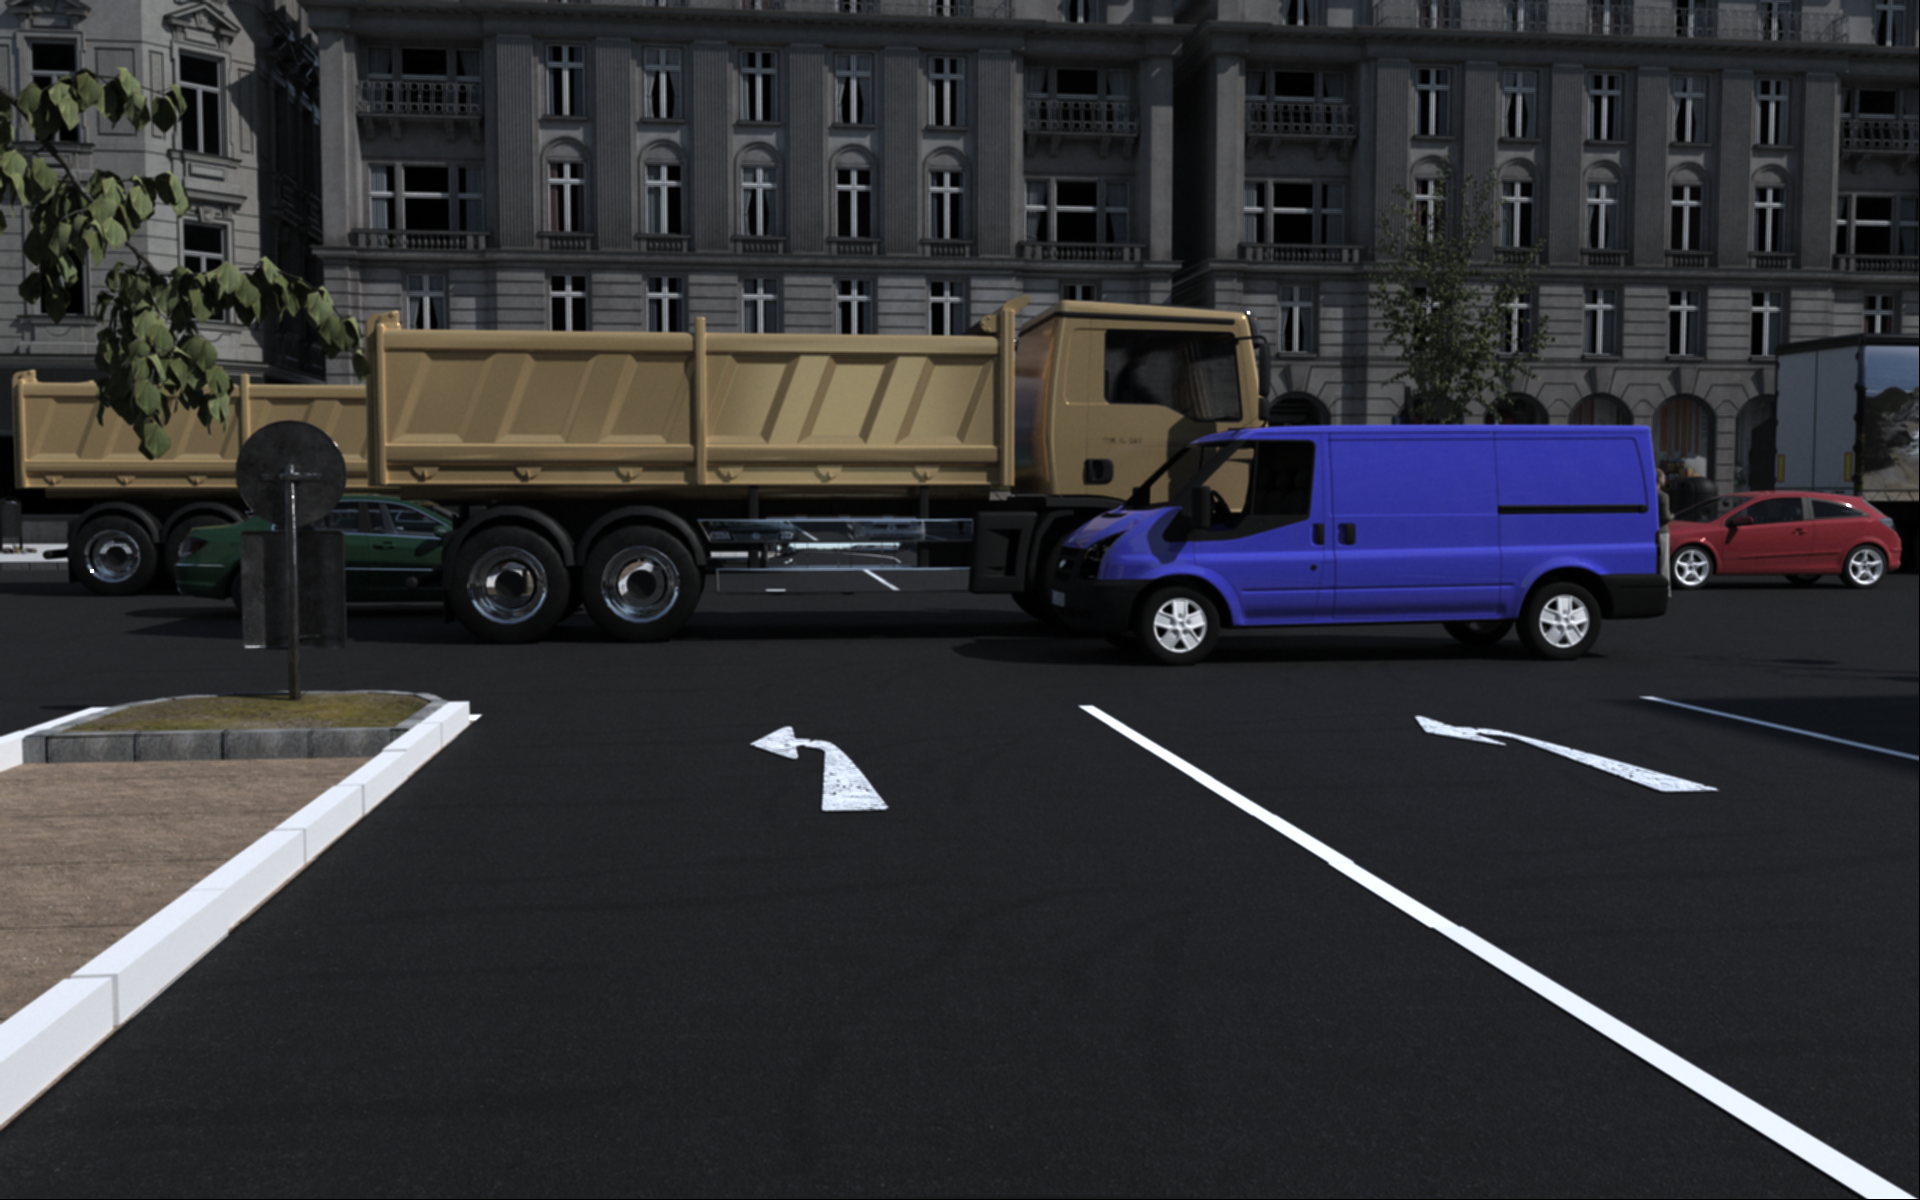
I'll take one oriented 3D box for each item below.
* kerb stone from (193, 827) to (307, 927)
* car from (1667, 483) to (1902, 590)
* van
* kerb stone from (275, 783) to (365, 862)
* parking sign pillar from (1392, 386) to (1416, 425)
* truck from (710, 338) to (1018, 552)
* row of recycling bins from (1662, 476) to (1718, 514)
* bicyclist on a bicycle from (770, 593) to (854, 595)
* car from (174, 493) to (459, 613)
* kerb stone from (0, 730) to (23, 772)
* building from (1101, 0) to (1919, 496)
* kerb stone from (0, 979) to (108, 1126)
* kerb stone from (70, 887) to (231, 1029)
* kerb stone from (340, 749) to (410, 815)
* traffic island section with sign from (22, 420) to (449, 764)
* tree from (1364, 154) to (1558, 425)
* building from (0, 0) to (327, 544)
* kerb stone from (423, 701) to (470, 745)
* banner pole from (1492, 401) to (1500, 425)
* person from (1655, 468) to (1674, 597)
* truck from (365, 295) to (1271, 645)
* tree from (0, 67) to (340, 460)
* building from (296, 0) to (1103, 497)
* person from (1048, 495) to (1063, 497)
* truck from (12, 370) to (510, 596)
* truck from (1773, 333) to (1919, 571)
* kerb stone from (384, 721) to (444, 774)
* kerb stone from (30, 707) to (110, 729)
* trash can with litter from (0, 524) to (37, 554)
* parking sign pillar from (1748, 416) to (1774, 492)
[{"bbox_3d":[-2.512,0.986,6.138,0.120,0.150,1.000,0,4,-7],"label":"kerb stone"},{"bbox_3d":[12.127,-1.085,26.781,4.494,1.783,2.155,0,4,-5],"label":"car"},{"bbox_3d":[3.442,-0.679,15.482,5.245,2.365,2.240,0,4,-8],"label":"van"},{"bbox_3d":[-2.640,0.924,7.155,0.120,0.150,1.000,0,4,-7],"label":"kerb stone"},{"bbox_3d":[10.965,-3.323,42.809,1.447,3.967,1.447,1,4,8],"label":"parking sign pillar"},{"bbox_3d":[-4.669,-2.615,31.667,11.283,4.237,2.839,0,4,-6],"label":"truck"},{"bbox_3d":[17.720,-2.135,42.021,1.069,1.692,3.534,1,4,15],"label":"row of recycling bins"},{"bbox_3d":[-2.099,-0.892,24.599,1.625,1.676,1.499,0,4,-7],"label":"bicyclist on a bicycle"},{"bbox_3d":[-6.797,-0.557,20.909,4.920,1.459,2.131,-1,4,-8],"label":"car"},{"bbox_3d":[-4.979,0.812,8.914,0.120,0.150,1.000,0,4,-7],"label":"kerb stone"},{"bbox_3d":[17.852,-13.077,55.608,24.055,21.916,13.314,0,4,-7],"label":"building"},{"bbox_3d":[-2.247,1.107,4.099,0.120,0.150,1.000,0,4,-7],"label":"kerb stone"},{"bbox_3d":[-2.374,1.044,5.122,0.120,0.150,1.000,0,4,-7],"label":"kerb stone"},{"bbox_3d":[-2.765,0.863,8.175,0.120,0.150,1.000,0,4,-7],"label":"kerb stone"},{"bbox_3d":[-4.086,-0.126,10.193,2.006,1.907,1.989,0,4,-7],"label":"traffic island section with sign"},{"bbox_3d":[10.883,-5.401,38.664,4.737,8.622,4.395,0,3,0],"label":"tree"},{"bbox_3d":[-40.914,-16.699,49.440,44.131,29.872,17.030,0,4,-7],"label":"building"},{"bbox_3d":[-3.032,0.733,10.218,0.120,0.150,1.000,0,4,-7],"label":"kerb stone"},{"bbox_3d":[14.431,-3.465,46.667,0.401,3.779,0.863,2,4,30],"label":"banner pole"},{"bbox_3d":[8.706,-0.771,21.660,0.362,1.759,0.519,-2,4,-29],"label":"person"},{"bbox_3d":[-0.873,-1.353,18.047,9.791,3.379,3.469,0,4,-7],"label":"truck"},{"bbox_3d":[-3.126,-3.138,4.120,4.737,8.622,4.395,0,3,0],"label":"tree"},{"bbox_3d":[-6.213,-12.920,53.047,24.055,21.916,13.314,0,4,-7],"label":"building"},{"bbox_3d":[1.220,-0.607,20.632,0.471,1.553,0.569,3,5,40],"label":"person"},{"bbox_3d":[-8.436,-1.829,25.831,9.791,3.379,3.469,0,4,-8],"label":"truck"},{"bbox_3d":[20.966,-2.648,32.216,11.283,4.237,2.839,-1,4,-9],"label":"truck"},{"bbox_3d":[-2.904,0.795,9.199,0.120,0.150,1.000,0,4,-7],"label":"kerb stone"},{"bbox_3d":[-5.100,0.750,9.933,0.120,0.150,1.000,0,4,-7],"label":"kerb stone"},{"bbox_3d":[-20.895,-1.608,37.351,1.678,1.210,2.233,1,4,21],"label":"trash can with litter"},{"bbox_3d":[22.908,-3.684,48.702,1.447,3.967,1.447,1,4,14],"label":"parking sign pillar"}]
